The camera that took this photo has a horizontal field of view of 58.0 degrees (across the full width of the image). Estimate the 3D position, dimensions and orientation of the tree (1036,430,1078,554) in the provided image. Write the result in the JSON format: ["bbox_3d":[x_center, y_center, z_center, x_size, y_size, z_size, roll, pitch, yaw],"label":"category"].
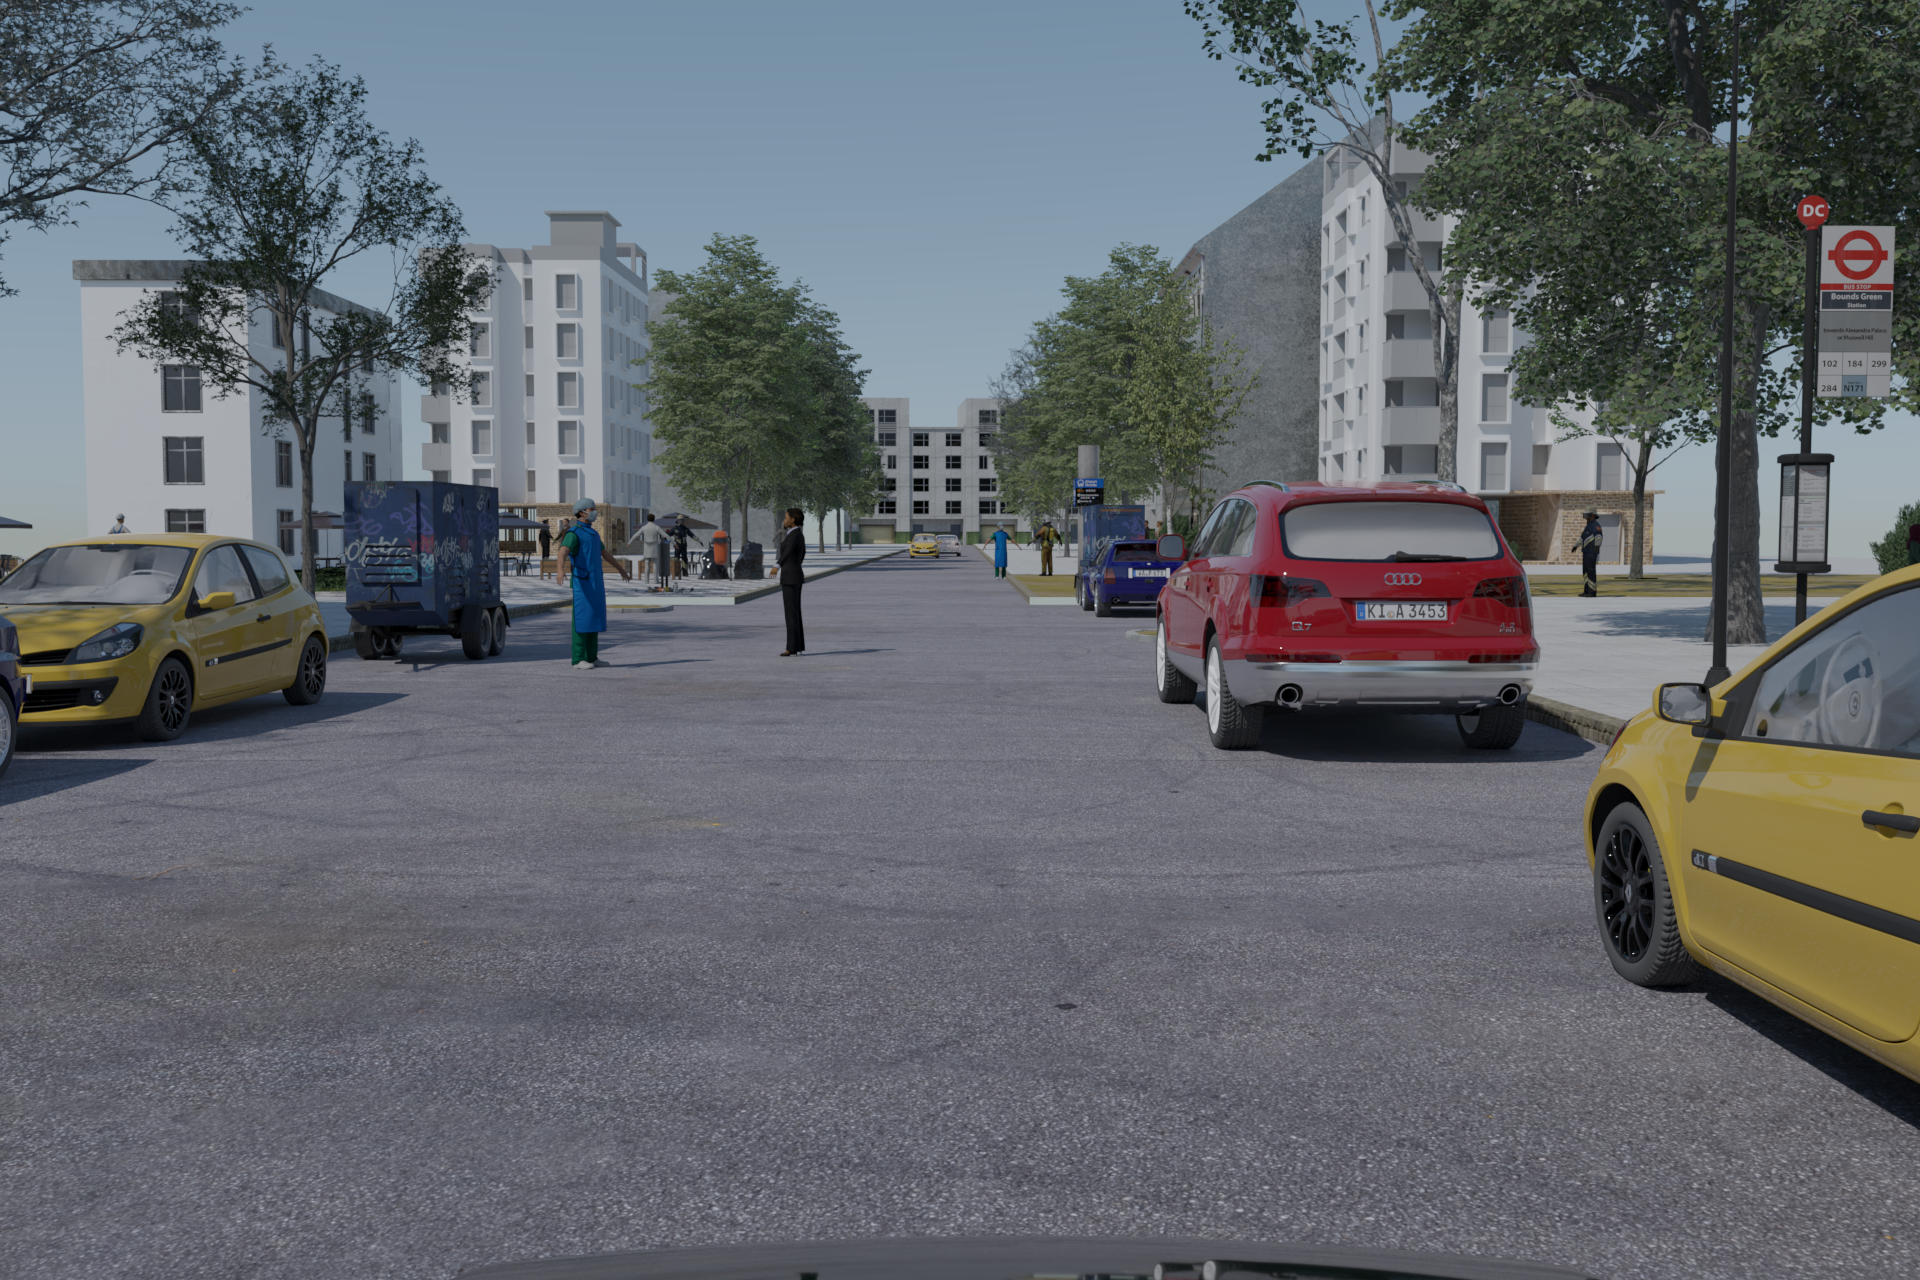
[{"bbox_3d":[6.175,-9.753,109.826,4.360,8.622,3.978,0,3,0],"label":"tree"}]

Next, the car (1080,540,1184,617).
[{"bbox_3d":[3.166,-1.135,31.139,1.945,1.354,3.894,0,4,-1],"label":"car"}]

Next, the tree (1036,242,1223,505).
[{"bbox_3d":[6.779,-9.134,67.466,7.486,12.596,7.792,0,3,0],"label":"tree"}]

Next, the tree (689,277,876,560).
[{"bbox_3d":[-8.826,-10.884,84.616,9.857,13.997,8.962,0,3,0],"label":"tree"}]

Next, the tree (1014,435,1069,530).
[{"bbox_3d":[6.030,-10.279,118.421,4.737,8.622,4.395,0,3,0],"label":"tree"}]

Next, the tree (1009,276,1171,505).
[{"bbox_3d":[6.051,-9.721,77.072,7.486,12.596,7.792,0,3,0],"label":"tree"}]

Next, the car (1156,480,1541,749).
[{"bbox_3d":[2.698,-0.269,13.078,2.281,1.827,5.304,0,4,0],"label":"car"}]

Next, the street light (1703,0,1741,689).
[{"bbox_3d":[6.757,-2.535,13.994,1.470,5.913,1.316,0,4,0],"label":"street light"}]

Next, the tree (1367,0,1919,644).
[{"bbox_3d":[9.208,-6.931,19.984,9.857,13.997,8.962,0,3,0],"label":"tree"}]

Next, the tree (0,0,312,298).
[{"bbox_3d":[-12.787,-6.649,19.084,12.009,13.543,11.850,0,3,0],"label":"tree"}]

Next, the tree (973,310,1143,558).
[{"bbox_3d":[5.821,-11.283,94.851,12.009,13.543,11.850,0,3,0],"label":"tree"}]

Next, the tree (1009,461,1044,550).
[{"bbox_3d":[5.968,-11.561,139.380,4.360,8.622,3.978,0,3,0],"label":"tree"}]

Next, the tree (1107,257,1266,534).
[{"bbox_3d":[5.705,-5.850,46.005,4.737,8.622,4.395,0,3,0],"label":"tree"}]

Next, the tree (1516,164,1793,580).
[{"bbox_3d":[19.364,-7.534,48.943,9.928,11.665,9.643,0,3,0],"label":"tree"}]

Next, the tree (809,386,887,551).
[{"bbox_3d":[-9.564,-12.986,130.453,7.486,12.596,7.792,0,3,0],"label":"tree"}]

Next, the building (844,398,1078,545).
[{"bbox_3d":[0.206,-22.195,231.806,31.486,18.905,16.747,0,4,-4],"label":"building"}]

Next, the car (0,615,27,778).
[{"bbox_3d":[-6.377,0.246,8.562,1.945,1.354,3.894,0,3,0],"label":"car"}]

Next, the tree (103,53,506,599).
[{"bbox_3d":[-12.240,-6.025,32.927,8.767,10.594,7.601,1,4,22],"label":"tree"}]

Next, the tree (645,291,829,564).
[{"bbox_3d":[-9.468,-9.122,74.893,9.928,11.665,9.643,0,3,0],"label":"tree"}]

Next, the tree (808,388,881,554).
[{"bbox_3d":[-9.052,-11.477,113.399,9.928,11.665,9.643,0,3,0],"label":"tree"}]

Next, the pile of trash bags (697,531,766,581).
[{"bbox_3d":[-6.496,-2.386,48.767,1.912,1.369,3.447,0,4,0],"label":"pile of trash bags"}]

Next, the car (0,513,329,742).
[{"bbox_3d":[-6.278,-0.181,13.185,2.015,1.641,3.980,0,4,0],"label":"car"}]

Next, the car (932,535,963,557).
[{"bbox_3d":[-0.867,-6.041,111.137,2.083,1.381,4.827,0,4,-1],"label":"car"}]

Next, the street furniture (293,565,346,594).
[{"bbox_3d":[-15.667,-1.608,41.909,5.734,0.657,10.072,-3,5,-42],"label":"street furniture"}]

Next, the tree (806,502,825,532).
[{"bbox_3d":[-18.535,-17.110,230.103,4.737,8.622,4.395,0,3,0],"label":"tree"}]

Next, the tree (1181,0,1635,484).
[{"bbox_3d":[8.686,-10.910,34.268,12.611,20.169,13.585,0,3,0],"label":"tree"}]

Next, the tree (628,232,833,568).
[{"bbox_3d":[-8.661,-9.002,65.312,7.486,12.596,7.792,0,3,0],"label":"tree"}]

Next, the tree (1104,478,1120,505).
[{"bbox_3d":[21.113,-17.875,226.675,7.601,10.594,8.767,0,4,-3],"label":"tree"}]

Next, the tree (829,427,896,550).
[{"bbox_3d":[-8.689,-12.672,141.599,7.601,10.594,8.767,-2,4,-28],"label":"tree"}]

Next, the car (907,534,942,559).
[{"bbox_3d":[-2.066,-5.606,101.881,2.015,1.641,3.980,0,4,0],"label":"car"}]

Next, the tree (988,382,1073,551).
[{"bbox_3d":[5.694,-12.891,128.898,7.486,12.596,7.792,0,3,0],"label":"tree"}]

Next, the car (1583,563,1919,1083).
[{"bbox_3d":[2.976,0.359,4.352,2.015,1.641,3.980,0,4,-1],"label":"car"}]

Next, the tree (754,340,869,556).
[{"bbox_3d":[-9.212,-11.188,101.057,7.486,12.596,7.792,0,3,0],"label":"tree"}]
